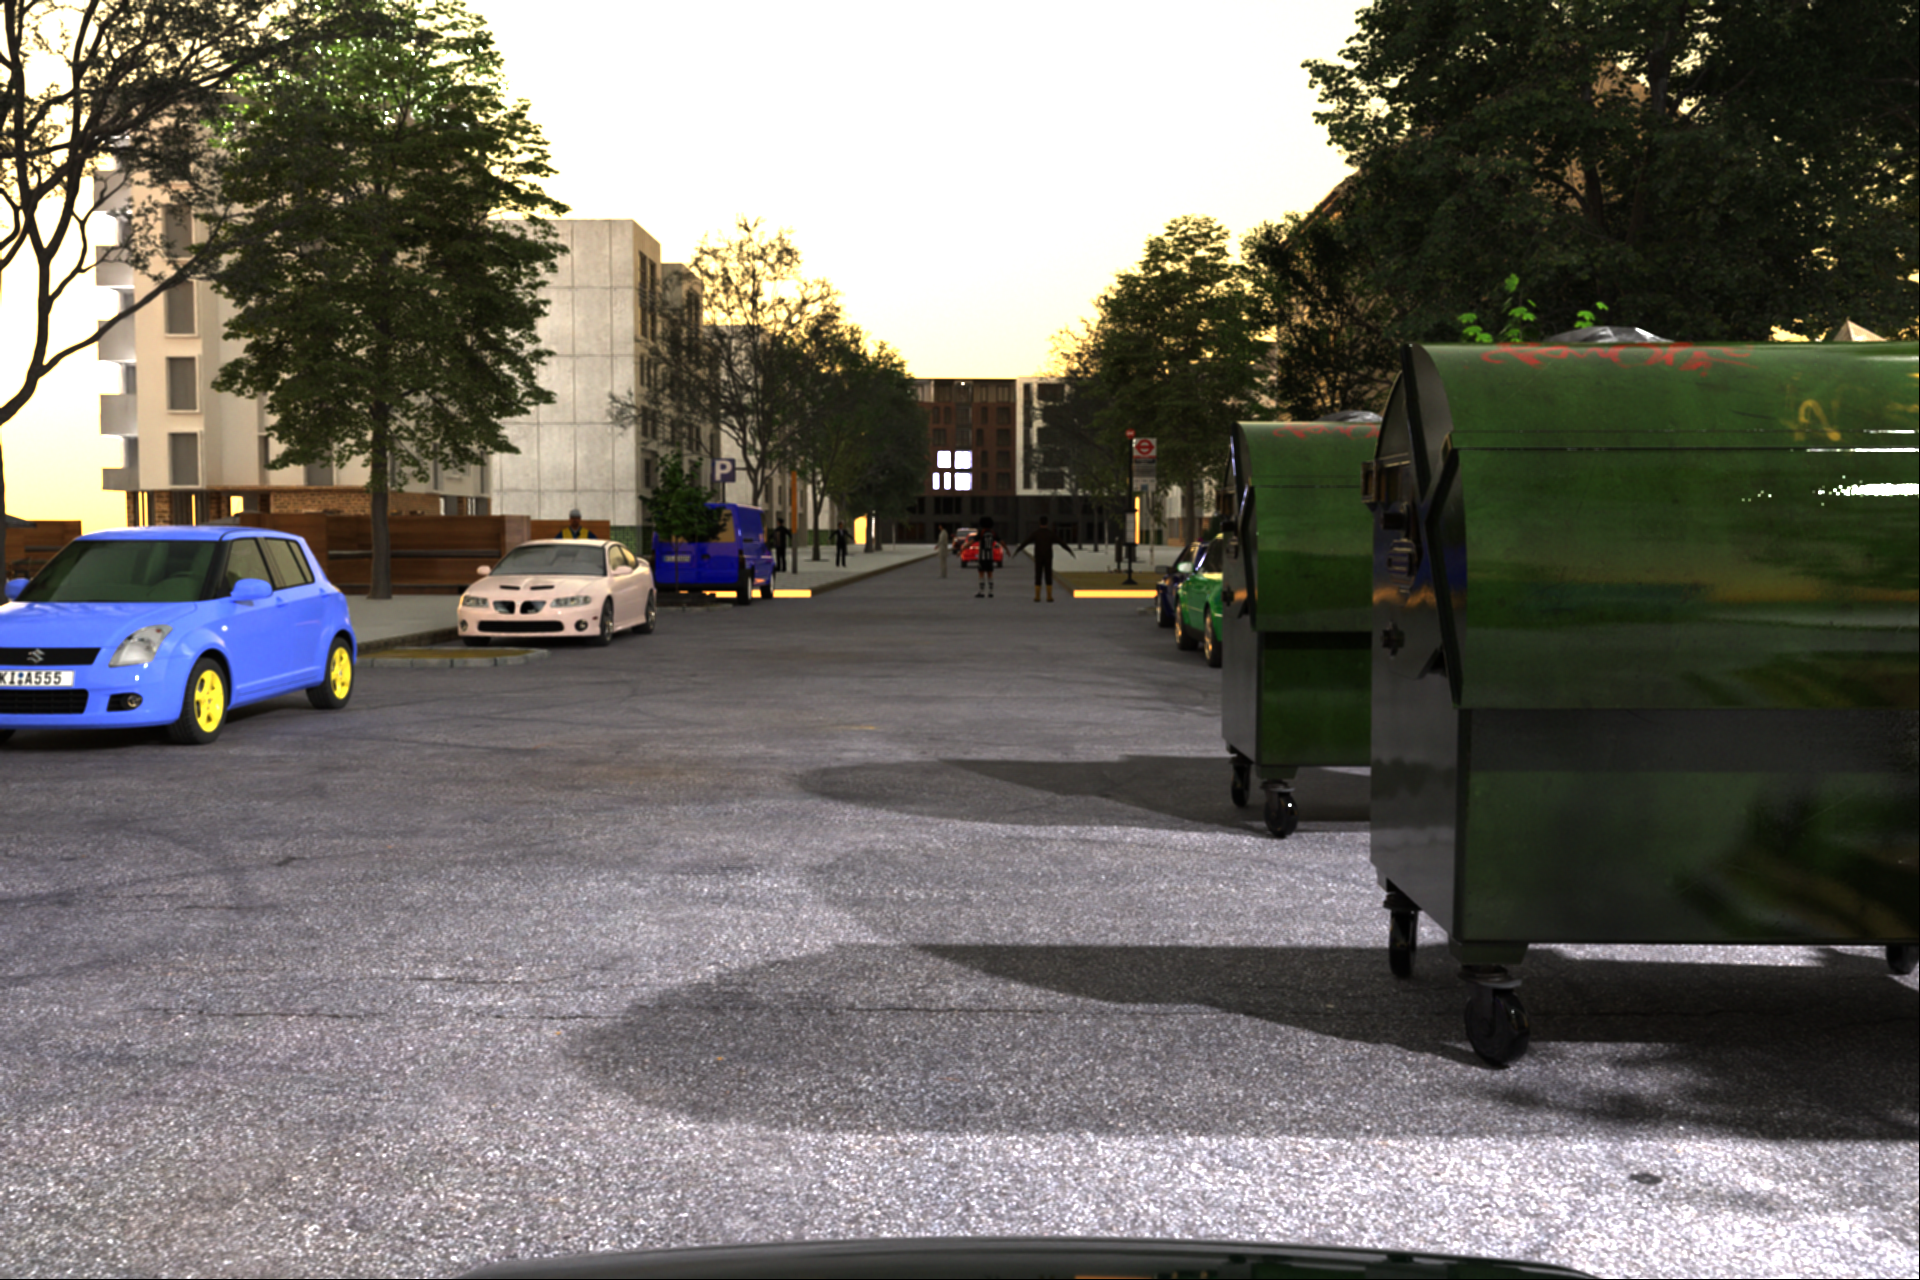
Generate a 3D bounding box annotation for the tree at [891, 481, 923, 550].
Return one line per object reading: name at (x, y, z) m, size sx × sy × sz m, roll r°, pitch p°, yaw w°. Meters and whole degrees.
tree at (-5.271, -11.638, 140.637) m, size 4.737 × 8.622 × 4.395 m, roll 0°, pitch 3°, yaw 0°

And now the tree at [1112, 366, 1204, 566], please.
tree at (7.962, -7.284, 69.453) m, size 4.737 × 8.622 × 4.395 m, roll 0°, pitch 3°, yaw 0°

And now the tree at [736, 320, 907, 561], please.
tree at (-6.711, -9.579, 82.364) m, size 9.928 × 11.665 × 9.643 m, roll 0°, pitch 3°, yaw 0°

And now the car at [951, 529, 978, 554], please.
car at (0.510, -7.051, 123.960) m, size 2.281 × 1.827 × 5.304 m, roll 0°, pitch 4°, yaw 1°

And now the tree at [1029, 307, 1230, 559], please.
tree at (8.650, -10.982, 89.925) m, size 12.009 × 13.543 × 11.850 m, roll 0°, pitch 3°, yaw 0°

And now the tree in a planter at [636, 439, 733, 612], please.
tree in a planter at (-5.381, -2.177, 32.810) m, size 1.991 × 3.239 × 1.994 m, roll 0°, pitch 4°, yaw 2°

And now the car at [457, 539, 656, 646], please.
car at (-5.381, -0.688, 23.610) m, size 2.083 × 1.381 × 4.827 m, roll 0°, pitch 4°, yaw 1°

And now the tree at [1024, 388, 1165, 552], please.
tree at (9.738, -13.040, 123.567) m, size 12.009 × 13.543 × 11.850 m, roll 0°, pitch 3°, yaw 0°

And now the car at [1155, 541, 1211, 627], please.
car at (3.896, -0.786, 25.439) m, size 1.945 × 1.354 × 3.894 m, roll 0°, pitch 4°, yaw 0°

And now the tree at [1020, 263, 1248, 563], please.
tree at (7.854, -10.241, 77.812) m, size 12.009 × 13.543 × 11.850 m, roll 0°, pitch 3°, yaw 0°

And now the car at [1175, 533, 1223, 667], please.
car at (3.556, -0.684, 19.984) m, size 1.959 × 1.807 × 4.718 m, roll 0°, pitch 4°, yaw 0°

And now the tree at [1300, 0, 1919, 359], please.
tree at (9.882, -7.277, 25.638) m, size 9.857 × 13.997 × 8.962 m, roll 0°, pitch 3°, yaw 0°

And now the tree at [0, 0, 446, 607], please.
tree at (-11.244, -6.708, 20.042) m, size 12.009 × 13.543 × 11.850 m, roll 0°, pitch 3°, yaw 0°

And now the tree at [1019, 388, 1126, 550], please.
tree at (9.619, -14.005, 139.356) m, size 12.009 × 13.543 × 11.850 m, roll 0°, pitch 3°, yaw 0°

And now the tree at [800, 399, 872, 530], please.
tree at (-6.472, -8.718, 92.904) m, size 4.737 × 8.622 × 4.395 m, roll 0°, pitch 3°, yaw 0°

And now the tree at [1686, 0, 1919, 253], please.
tree at (9.552, -4.867, 13.984) m, size 7.601 × 10.594 × 8.767 m, roll 0°, pitch 4°, yaw -7°

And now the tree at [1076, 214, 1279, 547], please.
tree at (7.918, -8.817, 62.287) m, size 7.486 × 12.596 × 7.792 m, roll 0°, pitch 3°, yaw 0°

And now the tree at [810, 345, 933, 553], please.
tree at (-6.265, -12.974, 118.779) m, size 9.857 × 13.997 × 8.962 m, roll 0°, pitch 3°, yaw 0°

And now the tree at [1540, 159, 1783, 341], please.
tree at (22.181, -9.163, 56.470) m, size 9.857 × 13.997 × 8.962 m, roll 0°, pitch 3°, yaw 0°

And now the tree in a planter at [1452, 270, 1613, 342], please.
tree in a planter at (3.793, -0.890, 11.774) m, size 1.991 × 3.239 × 1.994 m, roll 0°, pitch 4°, yaw 1°

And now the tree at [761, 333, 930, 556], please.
tree at (-7.050, -11.804, 103.365) m, size 12.009 × 13.543 × 11.850 m, roll 0°, pitch 3°, yaw 0°

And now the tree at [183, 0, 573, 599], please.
tree at (-11.392, -7.103, 34.265) m, size 7.486 × 12.596 × 7.792 m, roll 0°, pitch 3°, yaw 0°

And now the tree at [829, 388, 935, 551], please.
tree at (-6.249, -13.797, 132.229) m, size 9.857 × 13.997 × 8.962 m, roll 0°, pitch 3°, yaw 0°

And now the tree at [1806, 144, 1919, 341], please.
tree at (25.255, -7.727, 44.459) m, size 7.486 × 12.596 × 7.792 m, roll 0°, pitch 3°, yaw 0°

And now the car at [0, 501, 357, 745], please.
car at (-5.918, -0.203, 12.908) m, size 1.945 × 1.707 × 3.694 m, roll 0°, pitch 4°, yaw 1°

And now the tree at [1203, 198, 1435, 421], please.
tree at (11.072, -7.731, 52.156) m, size 9.928 × 11.665 × 9.643 m, roll 0°, pitch 3°, yaw 0°

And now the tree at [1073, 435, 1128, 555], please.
tree at (9.072, -9.634, 107.875) m, size 4.737 × 8.622 × 4.395 m, roll 0°, pitch 3°, yaw 0°

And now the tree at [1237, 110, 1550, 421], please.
tree at (10.040, -6.365, 38.473) m, size 7.601 × 10.594 × 8.767 m, roll 2°, pitch 4°, yaw 28°

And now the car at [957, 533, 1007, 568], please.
car at (0.954, -4.041, 75.115) m, size 2.155 × 1.783 × 4.494 m, roll 0°, pitch 4°, yaw 1°

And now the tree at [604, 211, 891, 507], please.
tree at (-7.750, -9.488, 65.497) m, size 12.009 × 13.543 × 11.850 m, roll 0°, pitch 3°, yaw 0°
